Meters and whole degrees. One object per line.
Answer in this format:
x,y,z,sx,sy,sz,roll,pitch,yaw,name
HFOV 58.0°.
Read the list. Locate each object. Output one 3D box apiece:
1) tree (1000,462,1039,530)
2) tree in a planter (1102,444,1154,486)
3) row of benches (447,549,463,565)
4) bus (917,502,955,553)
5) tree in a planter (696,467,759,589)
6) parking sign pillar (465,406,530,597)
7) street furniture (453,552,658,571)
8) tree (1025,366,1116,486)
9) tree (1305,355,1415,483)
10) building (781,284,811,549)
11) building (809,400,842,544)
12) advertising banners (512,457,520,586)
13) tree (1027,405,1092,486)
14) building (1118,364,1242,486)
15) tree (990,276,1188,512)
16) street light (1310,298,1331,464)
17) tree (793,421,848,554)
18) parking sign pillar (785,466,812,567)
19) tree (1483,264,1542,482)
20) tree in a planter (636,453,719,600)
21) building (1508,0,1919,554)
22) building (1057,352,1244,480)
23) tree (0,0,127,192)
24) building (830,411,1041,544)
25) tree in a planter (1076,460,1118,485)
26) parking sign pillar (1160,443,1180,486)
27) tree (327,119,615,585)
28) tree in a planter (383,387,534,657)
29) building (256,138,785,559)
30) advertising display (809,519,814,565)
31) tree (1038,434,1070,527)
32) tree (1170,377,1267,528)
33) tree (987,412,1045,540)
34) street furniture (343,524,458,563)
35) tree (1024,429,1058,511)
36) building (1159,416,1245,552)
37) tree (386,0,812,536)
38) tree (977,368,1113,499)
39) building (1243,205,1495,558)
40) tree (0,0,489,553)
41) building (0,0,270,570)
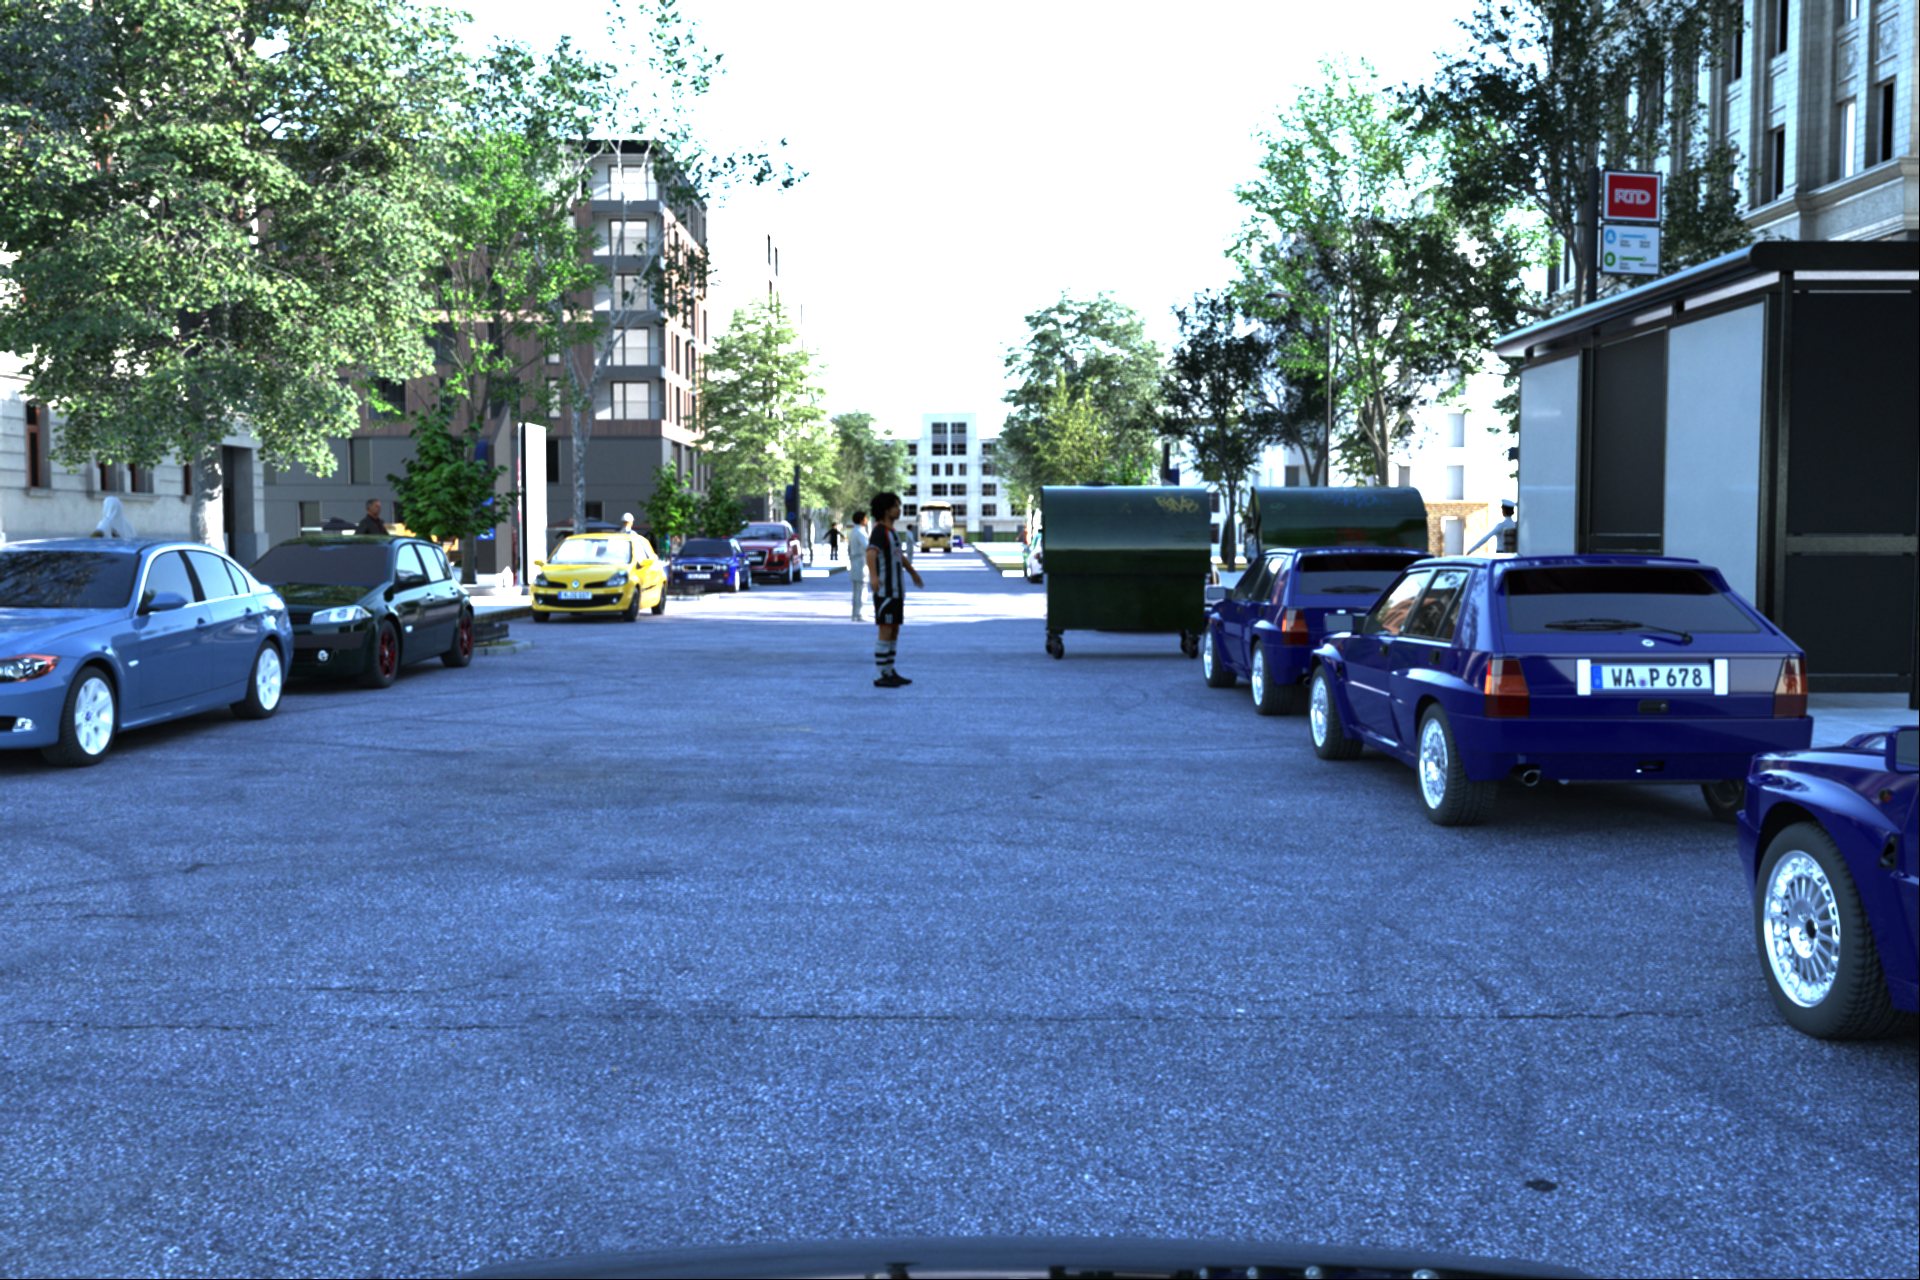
5.872,-12.775,159.235,4.737,8.622,4.395,0,3,0,tree
3.323,-2.277,34.458,1.991,3.239,1.994,0,4,1,tree in a planter
-21.503,-3.324,69.806,4.104,0.672,1.422,-2,4,-26,row of benches
-1.868,-8.888,136.872,2.896,3.916,12.252,0,4,0,bus
-6.419,-2.997,46.217,1.991,3.239,1.994,0,4,1,tree in a planter
-9.659,-2.899,35.866,1.447,3.967,1.447,0,4,0,parking sign pillar
-15.859,-2.876,62.649,10.072,0.657,5.734,1,4,12,street furniture
4.911,-7.647,75.389,4.737,8.622,4.395,0,3,0,tree
15.627,-7.110,66.612,4.737,8.622,4.395,0,3,0,tree
-27.093,-18.057,139.201,27.936,21.610,32.646,0,4,-1,building
-25.834,-24.442,230.554,19.493,23.208,18.063,0,4,1,building
-10.025,-2.610,38.862,0.090,3.025,2.074,0,4,-1,advertising banners
5.966,-8.861,95.233,4.360,8.622,3.978,0,3,0,tree
22.434,-20.315,188.571,16.016,20.090,11.380,0,4,0,building
6.431,-10.891,84.730,9.857,13.997,8.962,0,3,0,tree
7.624,-3.719,33.351,1.470,5.913,1.316,0,4,0,street light
-8.971,-9.825,111.005,4.737,8.622,4.395,0,3,0,tree
-6.538,-4.853,67.824,1.447,3.967,1.447,0,4,0,parking sign pillar
26.020,-10.053,71.029,9.857,13.997,8.962,0,3,0,tree
-6.414,-2.515,38.347,1.991,3.239,1.994,0,4,1,tree in a planter
26.893,-16.575,50.590,16.754,29.471,25.880,0,4,0,building
25.469,-22.436,210.803,27.936,21.610,32.646,0,4,0,building
-12.350,-6.314,13.611,12.009,13.543,11.850,0,3,0,tree
-4.286,-23.754,257.299,31.486,18.905,16.747,1,4,10,building
3.322,-2.745,42.103,1.991,3.239,1.994,0,4,0,tree in a planter
6.282,-3.889,52.064,1.447,3.967,1.447,0,4,0,parking sign pillar
-12.389,-7.217,43.754,9.928,11.665,9.643,0,3,0,tree
-6.336,-1.463,21.138,1.991,3.239,1.994,0,3,0,tree in a planter
-26.203,-16.035,106.150,27.936,21.610,32.646,0,4,-1,building
-6.249,-4.137,72.858,0.123,1.923,0.974,0,4,1,advertising display
6.366,-9.566,106.764,4.737,8.622,4.395,0,3,0,tree
11.250,-7.513,73.206,4.737,8.622,4.395,0,3,0,tree
5.935,-13.028,138.769,9.928,11.665,9.643,0,3,0,tree
-26.410,-4.412,78.983,9.812,1.723,11.010,3,5,44,street furniture
6.913,-10.248,117.918,4.360,8.622,3.978,0,3,0,tree
20.405,-11.142,124.318,9.099,9.664,28.070,0,4,0,building
-11.671,-12.255,56.263,12.611,20.169,13.585,0,3,0,tree
6.471,-13.250,127.007,12.009,13.543,11.850,0,3,0,tree
22.781,-15.283,106.302,16.016,20.090,11.380,0,4,0,building
-12.347,-7.419,27.950,9.857,13.997,8.962,0,3,0,tree
-31.434,-16.157,51.552,14.401,28.519,23.554,0,4,-1,building
